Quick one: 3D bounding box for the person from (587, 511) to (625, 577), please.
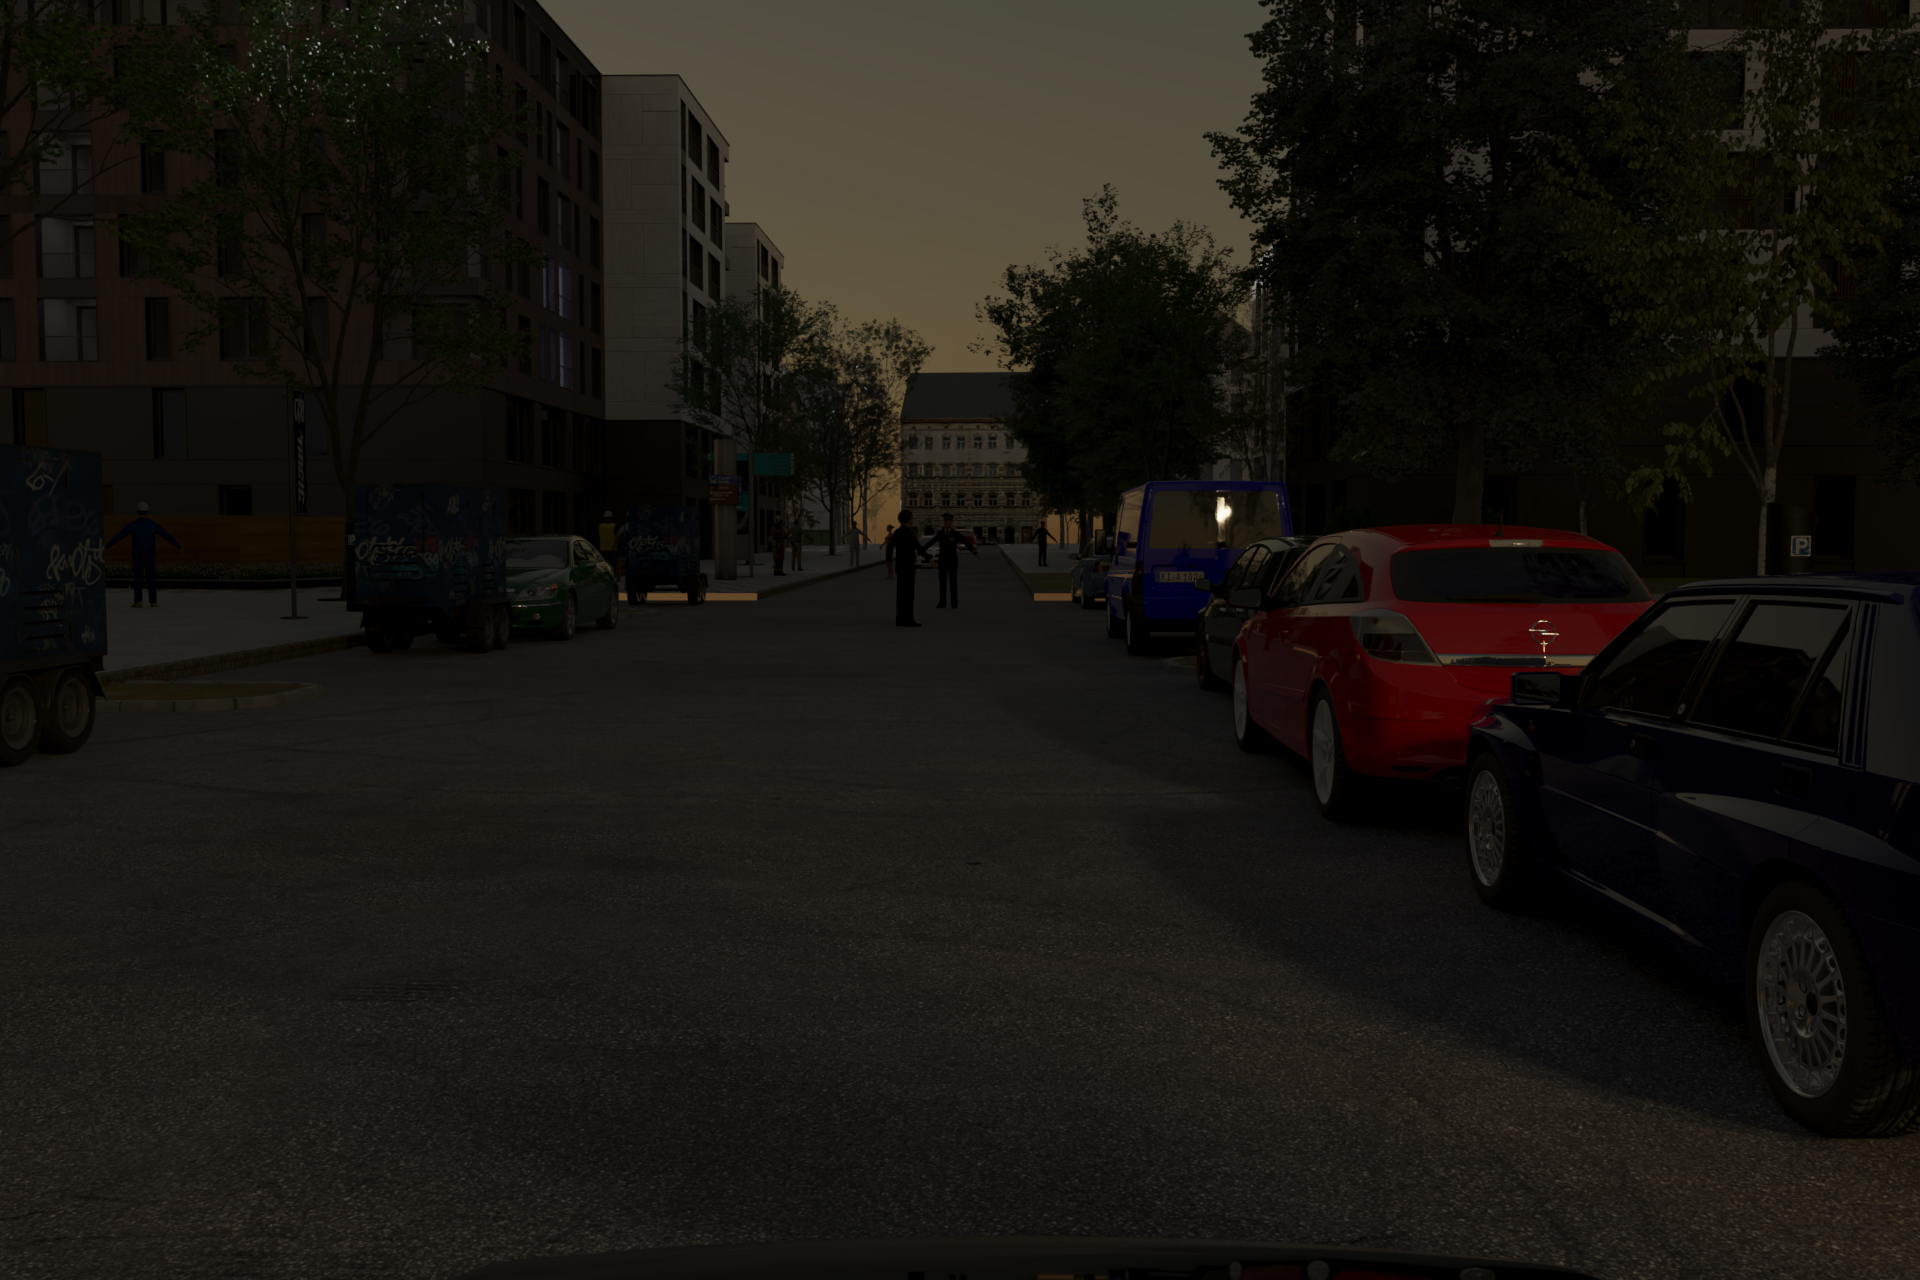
[{"bbox_3d":[-8.401,-2.170,41.449,1.349,1.833,0.705,0,4,7],"label":"person"}]

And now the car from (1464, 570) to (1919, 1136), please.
[{"bbox_3d":[2.869,0.435,5.465,1.945,1.354,3.894,0,3,0],"label":"car"}]

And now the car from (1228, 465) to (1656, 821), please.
[{"bbox_3d":[2.716,-0.067,10.134,2.155,1.783,4.494,0,4,1],"label":"car"}]

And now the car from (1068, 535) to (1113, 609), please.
[{"bbox_3d":[3.194,-1.374,34.471,2.014,1.417,4.499,0,4,0],"label":"car"}]

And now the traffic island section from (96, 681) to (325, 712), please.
[{"bbox_3d":[-6.639,0.486,14.921,1.991,0.108,1.994,0,4,1],"label":"traffic island section"}]

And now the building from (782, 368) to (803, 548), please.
[{"bbox_3d":[-25.423,-20.601,167.752,19.493,23.208,18.063,0,3,0],"label":"building"}]

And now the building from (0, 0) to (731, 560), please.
[{"bbox_3d":[-26.474,-14.166,75.589,27.936,21.610,32.646,0,4,2],"label":"building"}]

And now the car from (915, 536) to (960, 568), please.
[{"bbox_3d":[-1.027,-3.755,73.760,2.083,1.381,4.827,0,4,1],"label":"car"}]

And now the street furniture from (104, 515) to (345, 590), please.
[{"bbox_3d":[-18.061,-2.182,42.538,11.010,1.723,9.812,1,4,17],"label":"street furniture"}]

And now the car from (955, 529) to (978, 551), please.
[{"bbox_3d":[0.190,-7.263,127.423,2.281,1.827,5.304,0,4,0],"label":"car"}]

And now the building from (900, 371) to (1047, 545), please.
[{"bbox_3d":[2.199,-24.470,233.470,18.063,23.208,19.493,0,4,6],"label":"building"}]

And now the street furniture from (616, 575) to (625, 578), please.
[{"bbox_3d":[-13.140,-2.289,53.046,10.072,0.657,5.734,0,4,-7],"label":"street furniture"}]

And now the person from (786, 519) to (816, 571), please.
[{"bbox_3d":[-5.690,-3.308,60.356,1.348,1.796,0.705,1,4,15],"label":"person"}]

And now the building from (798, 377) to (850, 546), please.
[{"bbox_3d":[-22.431,-20.684,204.641,16.747,18.905,31.486,0,3,0],"label":"building"}]

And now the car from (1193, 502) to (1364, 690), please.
[{"bbox_3d":[3.051,-0.300,14.685,2.009,1.686,4.222,0,4,0],"label":"car"}]

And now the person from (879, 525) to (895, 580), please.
[{"bbox_3d":[-2.304,-2.782,54.739,0.721,1.733,1.217,-1,4,-22],"label":"person"}]

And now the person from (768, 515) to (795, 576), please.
[{"bbox_3d":[-5.552,-2.905,53.271,0.705,1.858,1.354,2,4,28],"label":"person"}]

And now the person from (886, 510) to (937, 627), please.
[{"bbox_3d":[-0.817,-1.116,26.882,0.705,1.806,1.347,-2,4,-35],"label":"person"}]

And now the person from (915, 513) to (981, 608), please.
[{"bbox_3d":[-0.238,-1.533,33.465,1.347,1.837,0.705,1,4,14],"label":"person"}]

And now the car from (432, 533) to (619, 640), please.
[{"bbox_3d":[-6.142,-0.798,24.845,2.131,1.459,4.920,0,4,0],"label":"car"}]

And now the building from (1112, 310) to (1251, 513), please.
[{"bbox_3d":[24.610,-21.136,176.494,19.493,23.208,18.063,0,4,1],"label":"building"}]

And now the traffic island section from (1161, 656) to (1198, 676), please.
[{"bbox_3d":[3.150,0.284,18.217,1.991,0.108,1.994,0,4,1],"label":"traffic island section"}]

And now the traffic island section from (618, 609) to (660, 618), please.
[{"bbox_3d":[-6.339,-0.454,30.297,1.991,0.108,1.994,0,4,1],"label":"traffic island section"}]

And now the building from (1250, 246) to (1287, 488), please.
[{"bbox_3d":[27.316,-14.205,98.702,16.747,18.905,31.486,0,4,1],"label":"building"}]

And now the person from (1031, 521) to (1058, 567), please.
[{"bbox_3d":[3.284,-3.797,68.313,1.346,1.802,0.704,-3,4,-38],"label":"person"}]

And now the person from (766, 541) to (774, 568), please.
[{"bbox_3d":[-6.988,-3.426,65.287,0.599,1.433,0.991,2,4,30],"label":"person"}]

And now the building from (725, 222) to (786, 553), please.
[{"bbox_3d":[-27.357,-16.402,112.146,27.936,21.610,32.646,0,4,2],"label":"building"}]

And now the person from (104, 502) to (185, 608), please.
[{"bbox_3d":[-14.289,-1.495,30.318,1.347,1.842,0.705,-2,4,-32],"label":"person"}]

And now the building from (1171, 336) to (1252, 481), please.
[{"bbox_3d":[25.201,-18.838,164.425,16.016,20.090,11.380,0,4,1],"label":"building"}]

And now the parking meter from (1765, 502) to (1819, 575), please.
[{"bbox_3d":[6.612,-0.330,13.807,0.372,1.533,0.369,0,3,0],"label":"parking meter"}]

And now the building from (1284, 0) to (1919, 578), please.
[{"bbox_3d":[26.049,-13.583,66.064,27.936,21.610,32.646,0,4,1],"label":"building"}]

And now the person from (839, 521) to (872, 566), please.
[{"bbox_3d":[-4.180,-3.834,68.874,1.347,1.806,0.705,-1,4,-16],"label":"person"}]

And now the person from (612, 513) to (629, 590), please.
[{"bbox_3d":[-7.433,-2.051,39.386,1.347,1.847,0.705,2,4,30],"label":"person"}]

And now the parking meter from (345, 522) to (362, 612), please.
[{"bbox_3d":[-9.999,-1.243,28.731,0.372,1.533,0.369,0,3,0],"label":"parking meter"}]

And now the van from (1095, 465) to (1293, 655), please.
[{"bbox_3d":[2.940,-1.085,22.127,2.240,2.365,5.245,0,4,0],"label":"van"}]
